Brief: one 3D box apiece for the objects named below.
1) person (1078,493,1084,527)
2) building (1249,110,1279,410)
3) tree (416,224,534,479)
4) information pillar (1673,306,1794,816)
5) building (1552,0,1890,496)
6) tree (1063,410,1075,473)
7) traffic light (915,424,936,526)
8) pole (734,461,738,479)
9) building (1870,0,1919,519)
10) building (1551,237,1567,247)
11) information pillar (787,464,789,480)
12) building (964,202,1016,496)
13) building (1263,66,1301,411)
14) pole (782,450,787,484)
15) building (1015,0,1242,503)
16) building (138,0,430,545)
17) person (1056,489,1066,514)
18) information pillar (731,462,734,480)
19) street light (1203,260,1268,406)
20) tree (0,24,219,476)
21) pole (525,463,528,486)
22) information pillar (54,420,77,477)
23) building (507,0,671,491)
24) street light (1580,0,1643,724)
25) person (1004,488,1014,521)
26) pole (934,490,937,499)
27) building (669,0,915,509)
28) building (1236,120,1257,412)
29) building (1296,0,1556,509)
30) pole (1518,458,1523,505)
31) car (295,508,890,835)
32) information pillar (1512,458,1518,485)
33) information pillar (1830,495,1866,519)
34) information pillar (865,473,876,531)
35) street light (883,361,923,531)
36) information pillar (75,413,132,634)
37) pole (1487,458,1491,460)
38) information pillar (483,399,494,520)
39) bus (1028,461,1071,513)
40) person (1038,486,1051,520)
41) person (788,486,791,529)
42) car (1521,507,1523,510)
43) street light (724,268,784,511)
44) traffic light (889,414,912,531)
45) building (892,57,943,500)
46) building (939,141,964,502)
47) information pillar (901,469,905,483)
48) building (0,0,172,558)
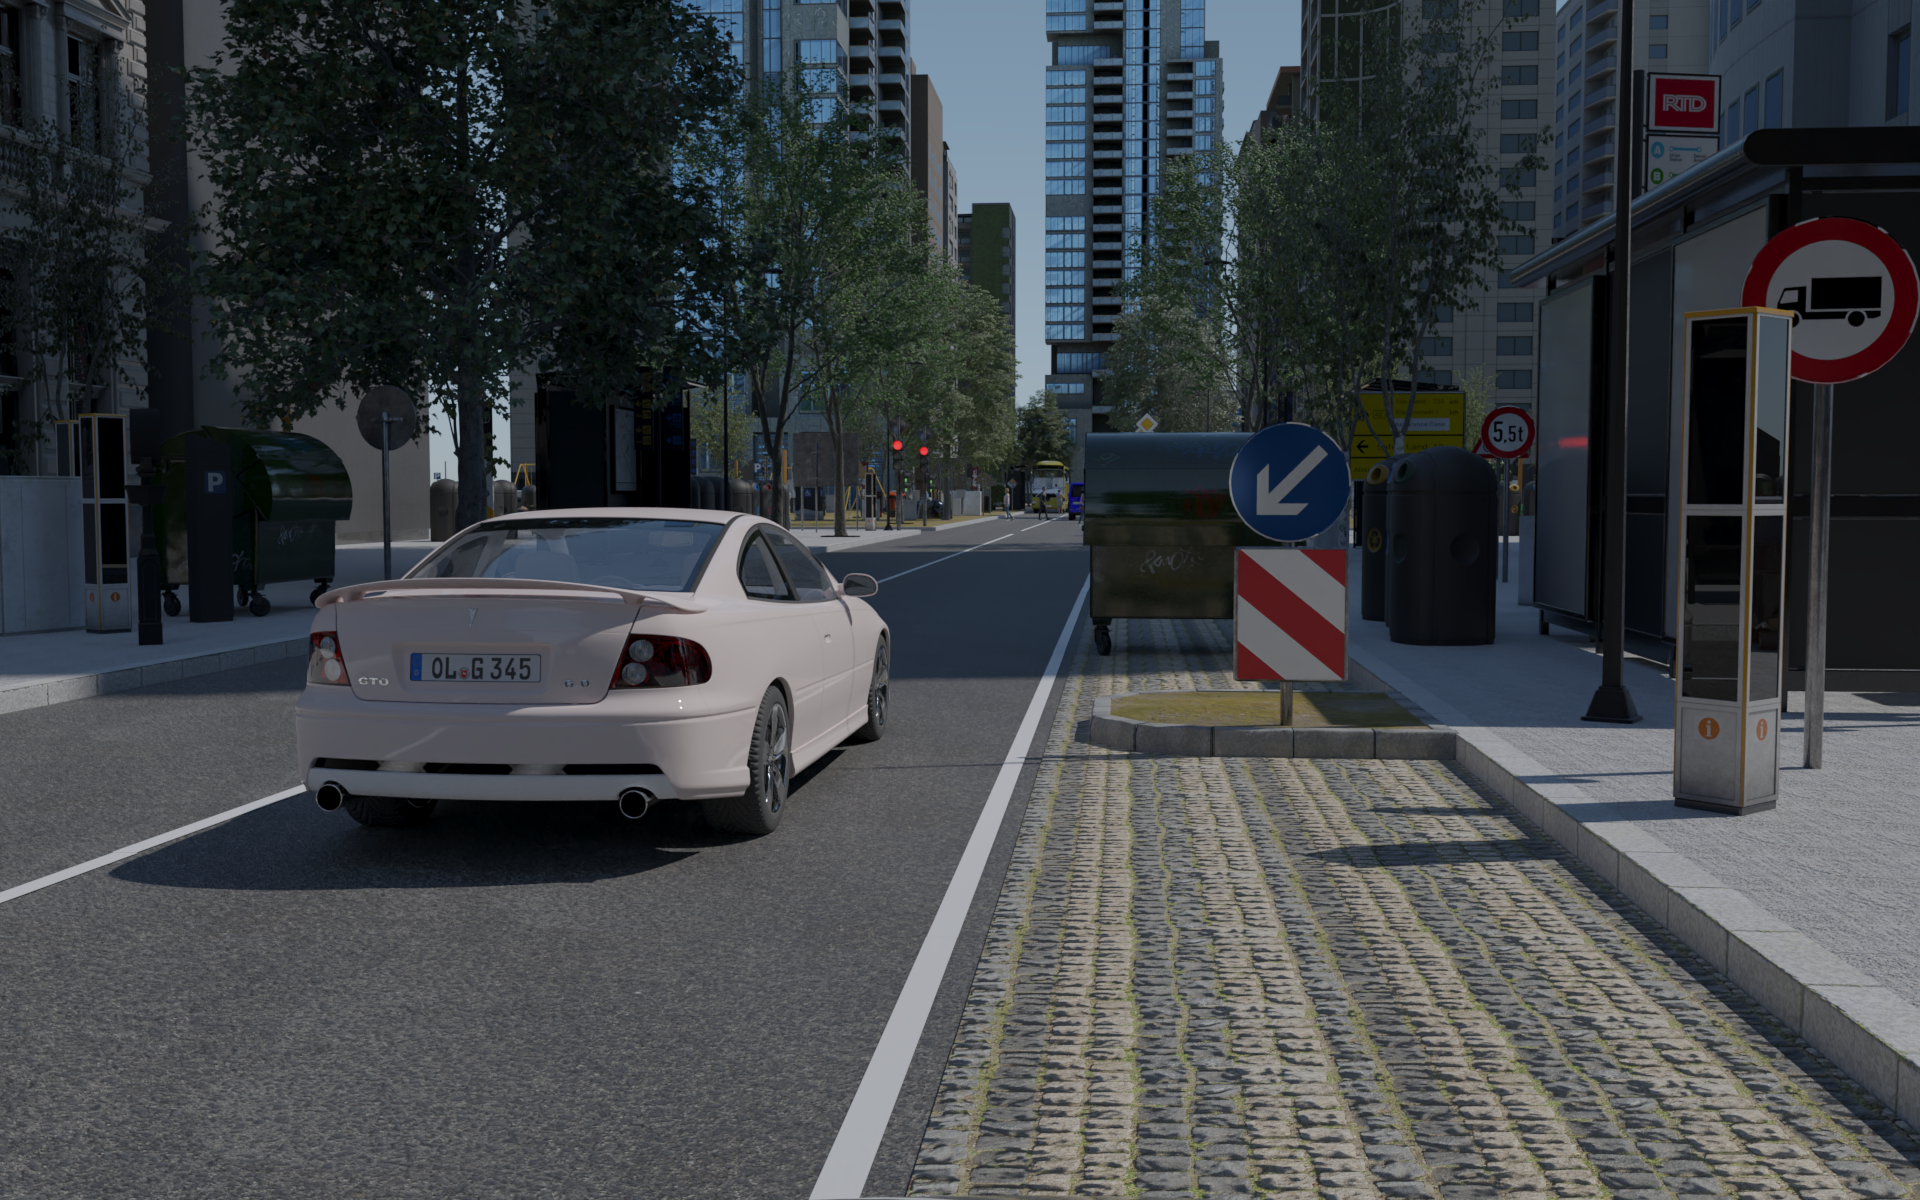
[{"bbox_3d":[5.416,-4.049,75.299,0.593,1.750,0.643,-2,4,-26],"label":"person"},{"bbox_3d":[40.523,-33.490,197.669,14.600,45.320,14.200,0,4,5],"label":"building"},{"bbox_3d":[-10.305,-5.188,35.184,4.737,8.622,4.395,0,3,0],"label":"tree"},{"bbox_3d":[3.132,-0.155,7.029,0.304,2.012,0.304,-3,4,-38],"label":"information pillar"},{"bbox_3d":[81.593,-39.629,189.933,28.212,58.520,21.231,0,4,5],"label":"building"},{"bbox_3d":[8.726,-16.455,187.158,7.486,12.596,7.792,0,3,0],"label":"tree"},{"bbox_3d":[-1.378,-4.877,68.661,0.839,4.253,0.868,0,4,5],"label":"traffic light"},{"bbox_3d":[-13.796,-6.906,106.763,0.158,3.312,0.155,0,3,0],"label":"pole"},{"bbox_3d":[25.918,-29.941,31.535,21.231,58.520,28.212,0,4,5],"label":"building"},{"bbox_3d":[60.383,-25.994,196.711,14.107,30.474,14.160,0,4,5],"label":"building"},{"bbox_3d":[-13.218,-8.669,133.099,0.183,3.616,0.504,0,4,6],"label":"information pillar"},{"bbox_3d":[0.615,-34.361,245.396,14.086,41.232,14.154,0,4,5],"label":"building"},{"bbox_3d":[42.452,-31.865,175.610,22.147,44.769,28.867,0,4,5],"label":"building"},{"bbox_3d":[-8.103,-5.272,80.039,0.158,3.312,0.155,0,3,0],"label":"pole"},{"bbox_3d":[24.059,-57.090,246.096,31.000,86.520,22.319,0,4,5],"label":"building"},{"bbox_3d":[-27.373,-15.325,44.064,24.014,27.812,14.314,0,4,5],"label":"building"},{"bbox_3d":[7.298,-7.103,124.990,0.716,1.782,0.532,0,4,8],"label":"person"},{"bbox_3d":[-16.680,-8.299,127.048,0.183,3.616,0.504,0,4,5],"label":"information pillar"},{"bbox_3d":[5.509,-3.782,34.377,1.470,5.913,1.316,0,4,5],"label":"street light"},{"bbox_3d":[-14.184,-4.741,27.883,4.360,8.622,3.978,0,3,0],"label":"tree"},{"bbox_3d":[-28.612,-7.373,114.398,0.158,3.312,0.155,0,3,0],"label":"pole"},{"bbox_3d":[-8.835,-0.789,17.393,0.304,2.012,0.304,2,4,35],"label":"information pillar"},{"bbox_3d":[-39.312,-46.694,201.692,20.611,71.187,20.563,0,4,5],"label":"building"},{"bbox_3d":[3.164,-2.274,9.714,1.470,5.913,1.316,0,4,5],"label":"street light"},{"bbox_3d":[2.593,-5.059,91.886,0.598,1.740,0.731,-1,4,-17],"label":"person"},{"bbox_3d":[-1.592,-7.236,112.146,0.158,3.312,0.155,0,3,0],"label":"pole"},{"bbox_3d":[-15.177,-51.775,159.190,22.319,86.520,31.000,0,4,5],"label":"building"},{"bbox_3d":[53.452,-40.247,247.277,27.495,52.752,28.713,0,4,5],"label":"building"},{"bbox_3d":[38.642,-43.554,150.360,20.563,71.187,20.611,0,4,5],"label":"building"},{"bbox_3d":[28.106,-5.693,86.931,0.158,3.312,0.155,0,3,0],"label":"pole"},{"bbox_3d":[-1.531,0.221,8.743,2.083,1.381,4.827,0,4,7],"label":"car"},{"bbox_3d":[33.272,-6.863,103.559,0.504,3.616,0.183,0,4,-3],"label":"information pillar"},{"bbox_3d":[8.656,-0.758,16.892,0.304,2.012,0.304,2,4,31],"label":"information pillar"},{"bbox_3d":[-3.114,-3.420,60.401,0.304,2.012,0.304,2,4,23],"label":"information pillar"},{"bbox_3d":[-1.979,-5.385,60.586,1.470,5.913,1.316,0,4,5],"label":"street light"},{"bbox_3d":[-7.883,-0.703,15.980,0.304,2.012,0.304,3,4,38],"label":"information pillar"},{"bbox_3d":[27.369,-5.865,89.732,0.158,3.312,0.155,0,3,0],"label":"pole"},{"bbox_3d":[-11.358,-3.055,41.306,0.504,3.616,0.183,0,4,-2],"label":"information pillar"},{"bbox_3d":[6.986,-8.613,132.365,2.896,3.916,12.252,0,4,6],"label":"bus"},{"bbox_3d":[4.636,-5.321,95.269,0.755,1.850,0.659,3,4,37],"label":"person"},{"bbox_3d":[-6.603,-3.457,65.205,0.511,1.800,0.466,3,4,36],"label":"person"},{"bbox_3d":[21.879,-3.205,61.192,4.718,1.807,1.959,0,4,7],"label":"car"},{"bbox_3d":[-4.310,-3.867,35.768,1.470,5.913,1.316,0,4,5],"label":"street light"},{"bbox_3d":[-2.131,-4.391,60.712,0.839,4.253,0.868,0,4,5],"label":"traffic light"},{"bbox_3d":[-9.409,-32.566,182.561,14.600,45.320,14.200,0,4,5],"label":"building"},{"bbox_3d":[-7.540,-31.760,202.874,14.086,41.232,14.154,0,4,5],"label":"building"},{"bbox_3d":[-4.494,-8.856,136.157,0.183,3.616,0.504,-3,5,-44],"label":"information pillar"},{"bbox_3d":[-22.185,-12.069,26.200,11.050,23.489,19.941,0,4,5],"label":"building"}]
